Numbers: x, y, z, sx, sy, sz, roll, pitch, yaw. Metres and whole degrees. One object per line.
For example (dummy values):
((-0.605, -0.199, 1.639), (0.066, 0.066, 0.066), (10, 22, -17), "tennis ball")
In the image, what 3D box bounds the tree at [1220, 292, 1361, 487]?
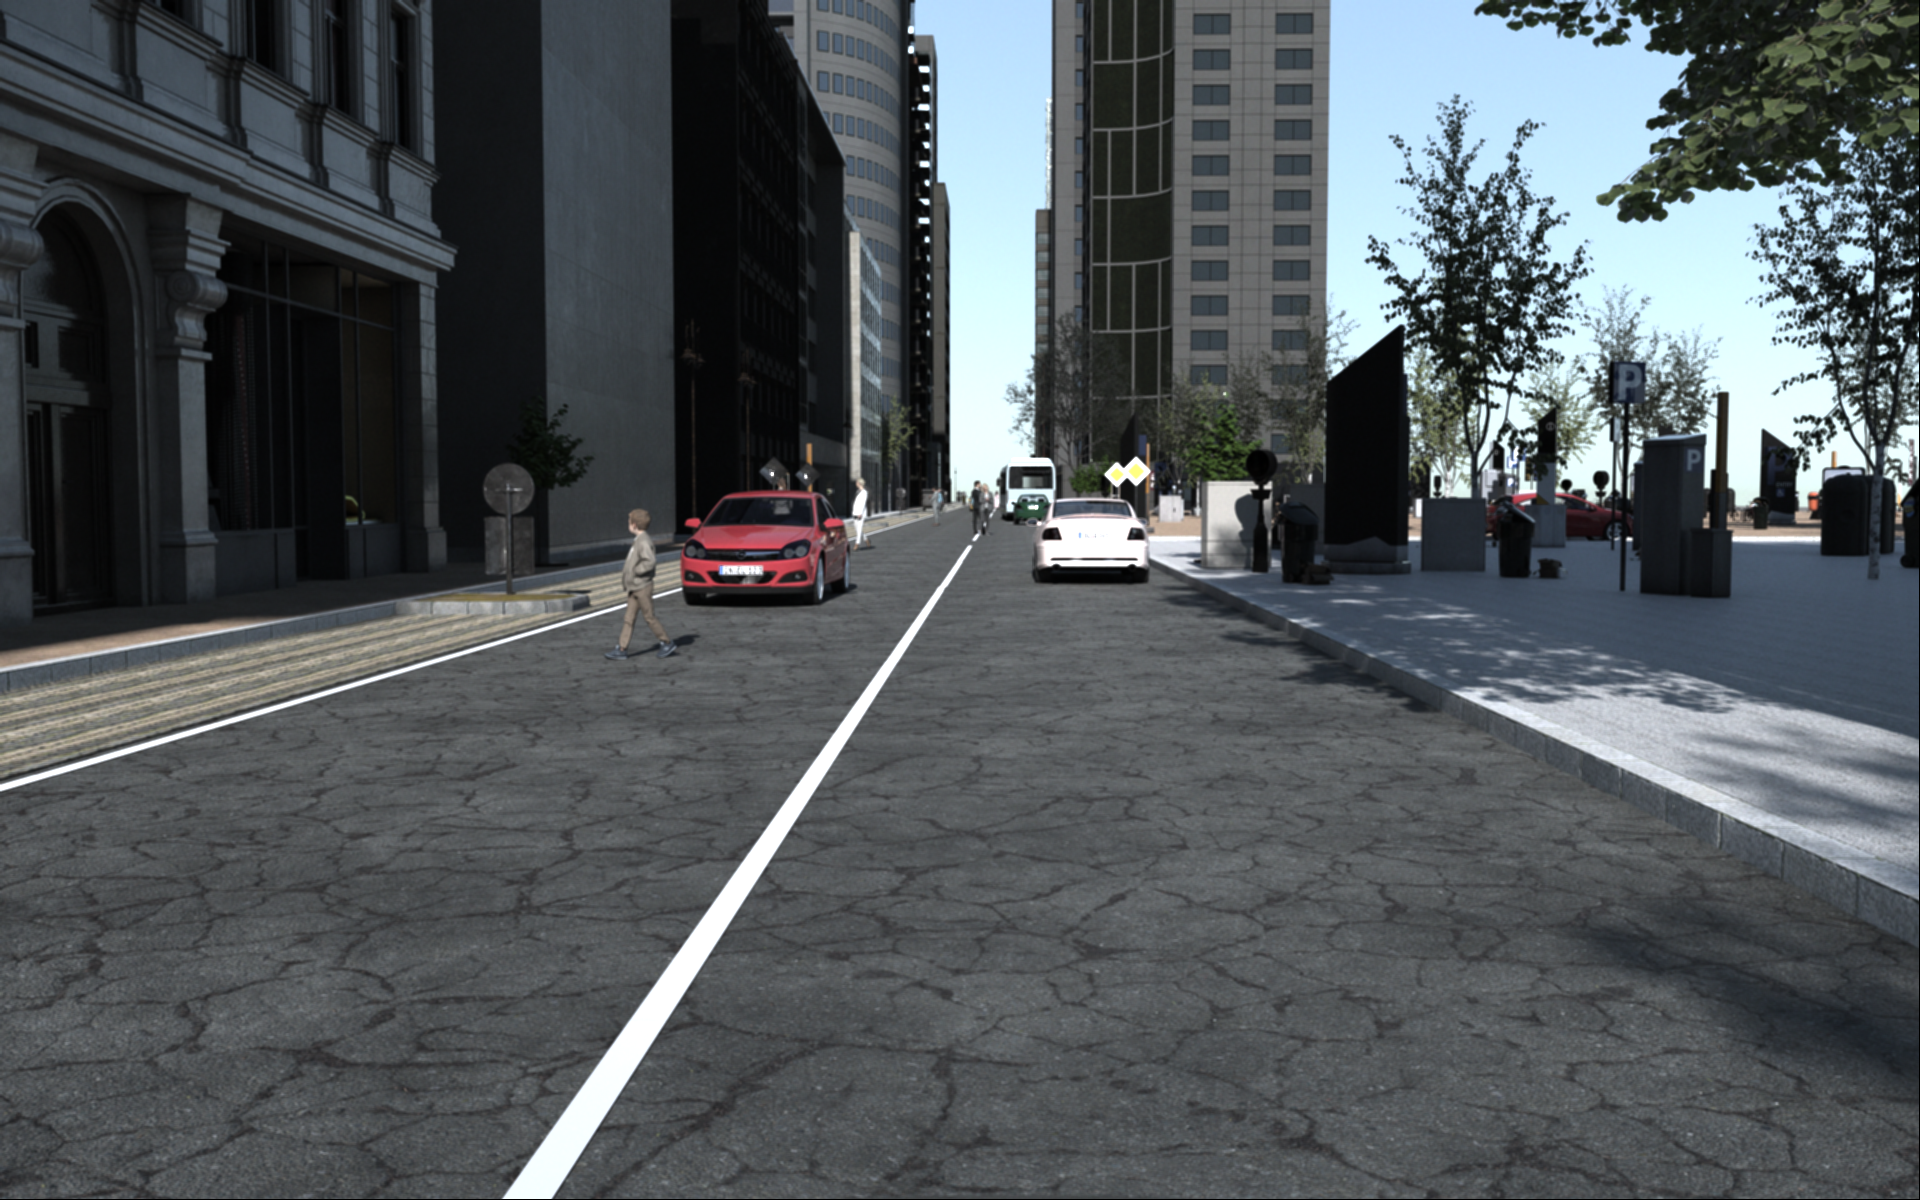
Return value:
((12.578, -6.900, 63.171), (4.360, 8.622, 3.978), (0, 3, 0), "tree")

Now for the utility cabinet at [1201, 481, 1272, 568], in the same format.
((4.757, -1.293, 29.824), (1.173, 1.500, 0.318), (-1, 4, -12), "utility cabinet")

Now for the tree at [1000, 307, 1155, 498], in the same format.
((7.731, -12.494, 114.654), (12.009, 13.543, 11.850), (0, 3, 0), "tree")

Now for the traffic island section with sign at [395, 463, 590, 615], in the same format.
((-5.680, -0.781, 21.396), (1.989, 1.847, 2.006), (0, 4, 1), "traffic island section with sign")

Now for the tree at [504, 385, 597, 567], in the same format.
((-7.526, -2.212, 30.774), (1.663, 3.219, 1.824), (0, 3, 0), "tree")

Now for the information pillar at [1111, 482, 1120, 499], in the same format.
((5.626, -3.554, 62.592), (0.304, 2.012, 0.304), (0, 4, 7), "information pillar")

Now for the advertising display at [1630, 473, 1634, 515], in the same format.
((21.063, -2.951, 53.462), (0.123, 1.923, 0.974), (-1, 4, -19), "advertising display")

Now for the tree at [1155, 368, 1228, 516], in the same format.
((13.603, -9.189, 100.607), (4.737, 8.622, 4.395), (0, 3, 0), "tree")

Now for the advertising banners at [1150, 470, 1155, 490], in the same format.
((14.954, -8.045, 127.720), (2.074, 3.025, 0.090), (1, 4, 17), "advertising banners")

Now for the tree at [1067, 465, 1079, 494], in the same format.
((7.207, -6.118, 94.632), (1.663, 3.219, 1.824), (0, 3, 0), "tree")

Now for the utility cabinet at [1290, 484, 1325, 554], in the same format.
((7.551, -1.723, 36.849), (0.318, 1.500, 1.173), (-3, 4, -36), "utility cabinet")

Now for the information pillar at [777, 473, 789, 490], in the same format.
((-6.281, -3.492, 61.581), (0.304, 2.012, 0.304), (3, 5, 45), "information pillar")

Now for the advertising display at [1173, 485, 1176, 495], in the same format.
((15.464, -7.380, 125.871), (0.123, 1.923, 0.974), (3, 4, 37), "advertising display")

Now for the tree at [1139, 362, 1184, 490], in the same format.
((11.638, -8.713, 92.825), (4.360, 8.622, 3.978), (0, 3, 0), "tree")

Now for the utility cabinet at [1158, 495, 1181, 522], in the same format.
((9.644, -4.185, 79.589), (1.020, 1.237, 0.306), (0, 4, -3), "utility cabinet")

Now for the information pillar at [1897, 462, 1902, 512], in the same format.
((67.662, -8.153, 124.657), (0.183, 3.616, 0.504), (3, 5, 44), "information pillar")

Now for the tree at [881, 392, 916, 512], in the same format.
((-5.307, -10.614, 123.903), (4.737, 8.622, 4.395), (0, 3, 0), "tree")

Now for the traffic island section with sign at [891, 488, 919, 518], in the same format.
((-3.501, -5.858, 104.404), (1.989, 1.847, 2.006), (0, 4, 1), "traffic island section with sign")

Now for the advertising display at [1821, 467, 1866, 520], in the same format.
((21.387, -2.247, 41.948), (0.123, 1.923, 0.974), (-3, 5, -40), "advertising display")

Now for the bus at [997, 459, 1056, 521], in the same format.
((3.643, -6.201, 96.251), (2.948, 3.499, 13.247), (0, 4, 0), "bus")

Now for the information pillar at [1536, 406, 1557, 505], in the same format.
((15.569, -3.339, 45.943), (0.504, 3.616, 0.183), (2, 4, 27), "information pillar")

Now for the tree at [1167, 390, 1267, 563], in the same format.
((4.963, -2.298, 32.166), (1.663, 3.219, 1.824), (0, 3, 0), "tree")

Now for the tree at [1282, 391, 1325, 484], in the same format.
((24.986, -10.648, 124.451), (4.737, 8.622, 4.395), (0, 3, 0), "tree")

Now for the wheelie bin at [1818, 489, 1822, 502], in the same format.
((55.731, -6.348, 111.691), (0.693, 1.594, 0.980), (-2, 4, -31), "wheelie bin")

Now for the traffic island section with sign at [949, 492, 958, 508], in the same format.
((-1.506, -10.526, 180.735), (1.989, 1.847, 2.006), (0, 4, 1), "traffic island section with sign")

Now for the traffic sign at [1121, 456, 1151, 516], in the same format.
((4.695, -2.606, 46.243), (0.795, 2.450, 0.064), (0, 4, 1), "traffic sign")

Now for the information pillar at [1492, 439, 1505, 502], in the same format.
((22.958, -5.050, 73.920), (0.504, 3.616, 0.183), (2, 4, 34), "information pillar")

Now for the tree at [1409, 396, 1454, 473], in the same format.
((33.734, -10.700, 125.304), (4.360, 8.622, 3.978), (0, 3, 0), "tree")

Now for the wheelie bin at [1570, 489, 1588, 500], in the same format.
((42.625, -6.792, 118.951), (0.980, 1.594, 0.693), (0, 4, -2), "wheelie bin")

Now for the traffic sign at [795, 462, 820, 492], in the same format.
((-4.786, -3.110, 54.499), (0.795, 2.450, 0.064), (0, 4, 1), "traffic sign")

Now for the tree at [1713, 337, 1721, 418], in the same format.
((31.155, -7.639, 75.261), (4.360, 8.622, 3.978), (0, 3, 0), "tree")

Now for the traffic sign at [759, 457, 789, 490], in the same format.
((-4.995, -2.622, 46.516), (0.795, 2.450, 0.064), (0, 4, 1), "traffic sign")

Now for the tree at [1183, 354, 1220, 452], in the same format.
((13.695, -8.293, 85.953), (4.360, 8.622, 3.978), (0, 3, 0), "tree")

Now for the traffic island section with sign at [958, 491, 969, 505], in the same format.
((-0.050, -13.952, 236.748), (1.989, 1.847, 2.006), (0, 4, 1), "traffic island section with sign")

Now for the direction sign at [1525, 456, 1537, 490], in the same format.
((34.422, -6.868, 104.284), (0.876, 3.537, 0.379), (-1, 4, -9), "direction sign")

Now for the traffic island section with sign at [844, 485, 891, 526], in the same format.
((-4.222, -4.182, 76.997), (1.989, 1.847, 2.006), (0, 4, 1), "traffic island section with sign")

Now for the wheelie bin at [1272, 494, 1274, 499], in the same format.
((21.503, -6.896, 120.652), (0.693, 1.594, 0.980), (1, 4, 15), "wheelie bin")

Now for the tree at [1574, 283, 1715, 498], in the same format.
((23.177, -6.711, 60.091), (4.360, 8.622, 3.978), (0, 3, 0), "tree")

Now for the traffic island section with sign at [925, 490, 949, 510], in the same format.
((-2.214, -8.878, 153.789), (1.989, 1.847, 2.006), (0, 4, 1), "traffic island section with sign")

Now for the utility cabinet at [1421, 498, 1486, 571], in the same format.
((8.228, -1.085, 28.895), (1.020, 1.237, 0.306), (1, 4, 12), "utility cabinet")

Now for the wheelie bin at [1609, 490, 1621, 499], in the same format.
((46.026, -6.957, 121.651), (0.693, 1.594, 0.980), (3, 5, 45), "wheelie bin")

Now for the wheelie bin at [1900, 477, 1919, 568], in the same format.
((16.833, -1.355, 30.059), (0.980, 1.594, 0.693), (-2, 4, -29), "wheelie bin")

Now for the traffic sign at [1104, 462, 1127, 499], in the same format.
((4.904, -3.094, 54.226), (0.795, 2.450, 0.064), (0, 4, 1), "traffic sign")

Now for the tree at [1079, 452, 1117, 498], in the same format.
((6.593, -5.048, 77.140), (1.663, 3.219, 1.824), (0, 3, 0), "tree")

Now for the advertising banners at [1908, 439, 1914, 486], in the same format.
((30.722, -3.631, 55.560), (2.074, 3.025, 0.090), (-3, 5, -44), "advertising banners")

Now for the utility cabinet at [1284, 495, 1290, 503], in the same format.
((21.621, -6.225, 112.942), (1.020, 1.237, 0.306), (-2, 4, -26), "utility cabinet")

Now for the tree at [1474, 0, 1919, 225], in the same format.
((5.460, -5.475, 7.649), (7.486, 12.596, 7.792), (0, 3, 0), "tree")
